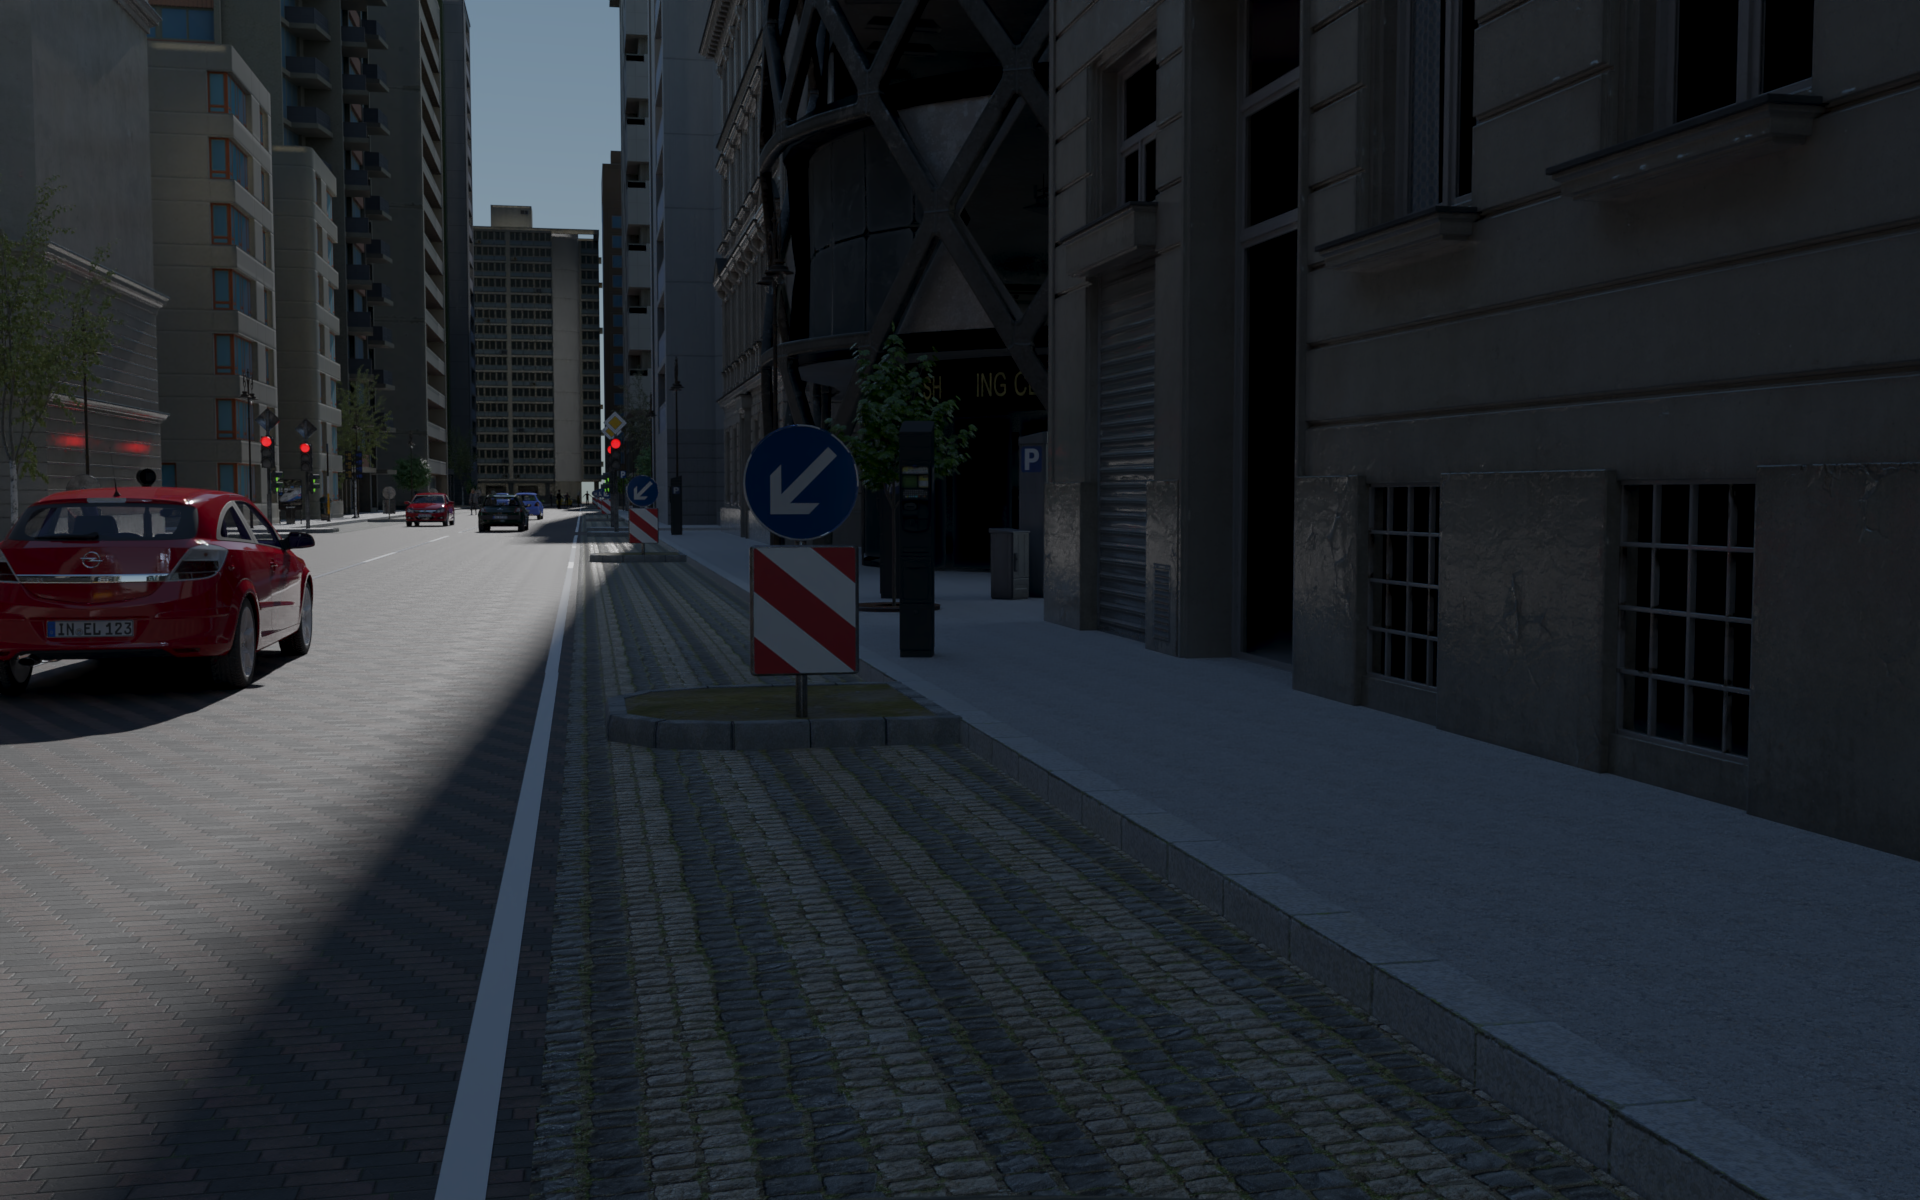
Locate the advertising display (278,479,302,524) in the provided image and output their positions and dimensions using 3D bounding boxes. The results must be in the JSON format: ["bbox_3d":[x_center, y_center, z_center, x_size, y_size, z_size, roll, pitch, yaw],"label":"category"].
[{"bbox_3d":[-28.797,-4.236,74.466,0.974,1.923,0.123,-1,4,-22],"label":"advertising display"}]

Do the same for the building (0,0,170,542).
[{"bbox_3d":[-40.411,-13.819,45.018,34.723,24.649,14.460,-1,4,-12],"label":"building"}]

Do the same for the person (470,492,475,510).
[{"bbox_3d":[-43.318,-8.851,154.023,0.445,1.727,0.742,0,4,4],"label":"person"}]

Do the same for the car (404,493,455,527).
[{"bbox_3d":[-23.824,-4.212,77.913,2.155,1.783,4.494,-1,4,-11],"label":"car"}]

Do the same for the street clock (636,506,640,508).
[{"bbox_3d":[-19.552,-6.150,105.125,0.471,2.002,0.358,-3,5,-41],"label":"street clock"}]

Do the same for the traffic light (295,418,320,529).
[{"bbox_3d":[-24.201,-4.606,64.226,0.839,4.253,0.868,-1,4,-12],"label":"traffic light"}]

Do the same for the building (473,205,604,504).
[{"bbox_3d":[-60.850,-33.269,235.829,23.993,40.220,32.217,-1,4,-12],"label":"building"}]

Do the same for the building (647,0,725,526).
[{"bbox_3d":[0.659,-32.729,77.112,28.212,58.520,21.231,-1,4,-12],"label":"building"}]

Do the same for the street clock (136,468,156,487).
[{"bbox_3d":[-22.867,-2.700,48.714,0.358,2.002,0.471,3,5,42],"label":"street clock"}]

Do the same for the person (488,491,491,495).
[{"bbox_3d":[-50.110,-10.746,184.911,1.217,1.743,0.721,-1,4,-18],"label":"person"}]

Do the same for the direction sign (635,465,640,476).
[{"bbox_3d":[-25.120,-8.797,135.834,0.379,3.537,0.876,2,4,32],"label":"direction sign"}]

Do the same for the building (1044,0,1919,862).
[{"bbox_3d":[10.962,-10.471,4.492,16.112,22.955,30.059,-1,4,-12],"label":"building"}]

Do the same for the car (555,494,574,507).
[{"bbox_3d":[-44.060,-11.173,192.899,2.015,1.641,3.980,-1,4,-12],"label":"car"}]

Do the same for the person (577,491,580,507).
[{"bbox_3d":[-43.382,-11.455,196.520,0.721,1.736,1.217,0,4,-7],"label":"person"}]

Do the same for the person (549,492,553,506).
[{"bbox_3d":[-47.991,-11.844,202.950,0.742,1.727,0.445,3,4,38],"label":"person"}]

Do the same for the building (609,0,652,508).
[{"bbox_3d":[-17.967,-35.117,163.399,28.713,52.752,27.495,-1,4,-12],"label":"building"}]

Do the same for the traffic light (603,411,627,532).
[{"bbox_3d":[-11.699,-4.273,58.780,0.839,4.253,0.868,-1,4,-12],"label":"traffic light"}]

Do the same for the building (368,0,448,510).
[{"bbox_3d":[-55.086,-31.874,144.838,21.300,48.544,21.600,-1,4,-12],"label":"building"}]

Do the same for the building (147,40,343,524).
[{"bbox_3d":[-44.550,-14.256,78.127,27.650,21.520,28.899,-1,4,-12],"label":"building"}]

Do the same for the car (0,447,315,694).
[{"bbox_3d":[-6.435,-0.305,14.035,2.155,1.783,4.494,-1,4,-12],"label":"car"}]

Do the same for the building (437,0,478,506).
[{"bbox_3d":[-70.246,-40.092,197.495,28.212,58.520,21.231,-1,4,-12],"label":"building"}]

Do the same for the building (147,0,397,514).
[{"bbox_3d":[-49.802,-28.093,113.951,22.147,44.769,28.867,-1,4,-12],"label":"building"}]

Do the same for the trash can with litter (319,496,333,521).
[{"bbox_3d":[-30.852,-4.461,84.320,0.624,1.170,1.055,-1,4,-19],"label":"trash can with litter"}]

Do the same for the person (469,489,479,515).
[{"bbox_3d":[-33.238,-6.722,118.585,0.709,1.800,0.728,1,4,8],"label":"person"}]

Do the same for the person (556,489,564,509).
[{"bbox_3d":[-37.468,-9.414,162.046,0.705,1.869,1.348,-3,5,-43],"label":"person"}]

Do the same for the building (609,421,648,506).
[{"bbox_3d":[-31.529,-46.928,205.516,20.563,71.187,20.611,-1,4,-12],"label":"building"}]

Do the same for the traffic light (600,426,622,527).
[{"bbox_3d":[-13.395,-4.750,66.583,0.839,4.253,0.868,-1,4,-12],"label":"traffic light"}]

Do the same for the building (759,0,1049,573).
[{"bbox_3d":[4.526,-10.128,33.047,16.820,18.784,16.811,-1,4,-12],"label":"building"}]

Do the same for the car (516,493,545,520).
[{"bbox_3d":[-24.335,-5.364,97.285,1.945,1.707,3.694,-1,4,-11],"label":"car"}]

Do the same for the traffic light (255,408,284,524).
[{"bbox_3d":[-22.505,-4.129,56.423,0.839,4.253,0.868,-1,4,-12],"label":"traffic light"}]

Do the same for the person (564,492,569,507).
[{"bbox_3d":[-43.052,-10.978,189.460,0.415,1.643,0.593,2,4,29],"label":"person"}]

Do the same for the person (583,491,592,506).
[{"bbox_3d":[-45.354,-12.378,210.835,1.348,1.831,0.705,-2,4,-32],"label":"person"}]

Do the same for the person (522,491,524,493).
[{"bbox_3d":[-45.390,-10.429,179.732,1.217,1.735,0.721,-2,4,-27],"label":"person"}]

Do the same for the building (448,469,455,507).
[{"bbox_3d":[-59.624,-44.432,164.720,20.563,71.187,20.611,-1,4,-12],"label":"building"}]

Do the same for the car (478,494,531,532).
[{"bbox_3d":[-17.725,-3.518,67.310,2.009,1.686,4.222,-1,4,-11],"label":"car"}]

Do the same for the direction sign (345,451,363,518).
[{"bbox_3d":[-31.914,-6.069,91.220,0.876,3.537,0.379,-2,4,-29],"label":"direction sign"}]

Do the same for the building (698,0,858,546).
[{"bbox_3d":[-1.678,-11.395,50.937,10.561,19.102,19.286,-1,4,-12],"label":"building"}]

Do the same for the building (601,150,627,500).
[{"bbox_3d":[-40.057,-35.462,229.915,14.200,45.320,14.600,-1,4,-12],"label":"building"}]
